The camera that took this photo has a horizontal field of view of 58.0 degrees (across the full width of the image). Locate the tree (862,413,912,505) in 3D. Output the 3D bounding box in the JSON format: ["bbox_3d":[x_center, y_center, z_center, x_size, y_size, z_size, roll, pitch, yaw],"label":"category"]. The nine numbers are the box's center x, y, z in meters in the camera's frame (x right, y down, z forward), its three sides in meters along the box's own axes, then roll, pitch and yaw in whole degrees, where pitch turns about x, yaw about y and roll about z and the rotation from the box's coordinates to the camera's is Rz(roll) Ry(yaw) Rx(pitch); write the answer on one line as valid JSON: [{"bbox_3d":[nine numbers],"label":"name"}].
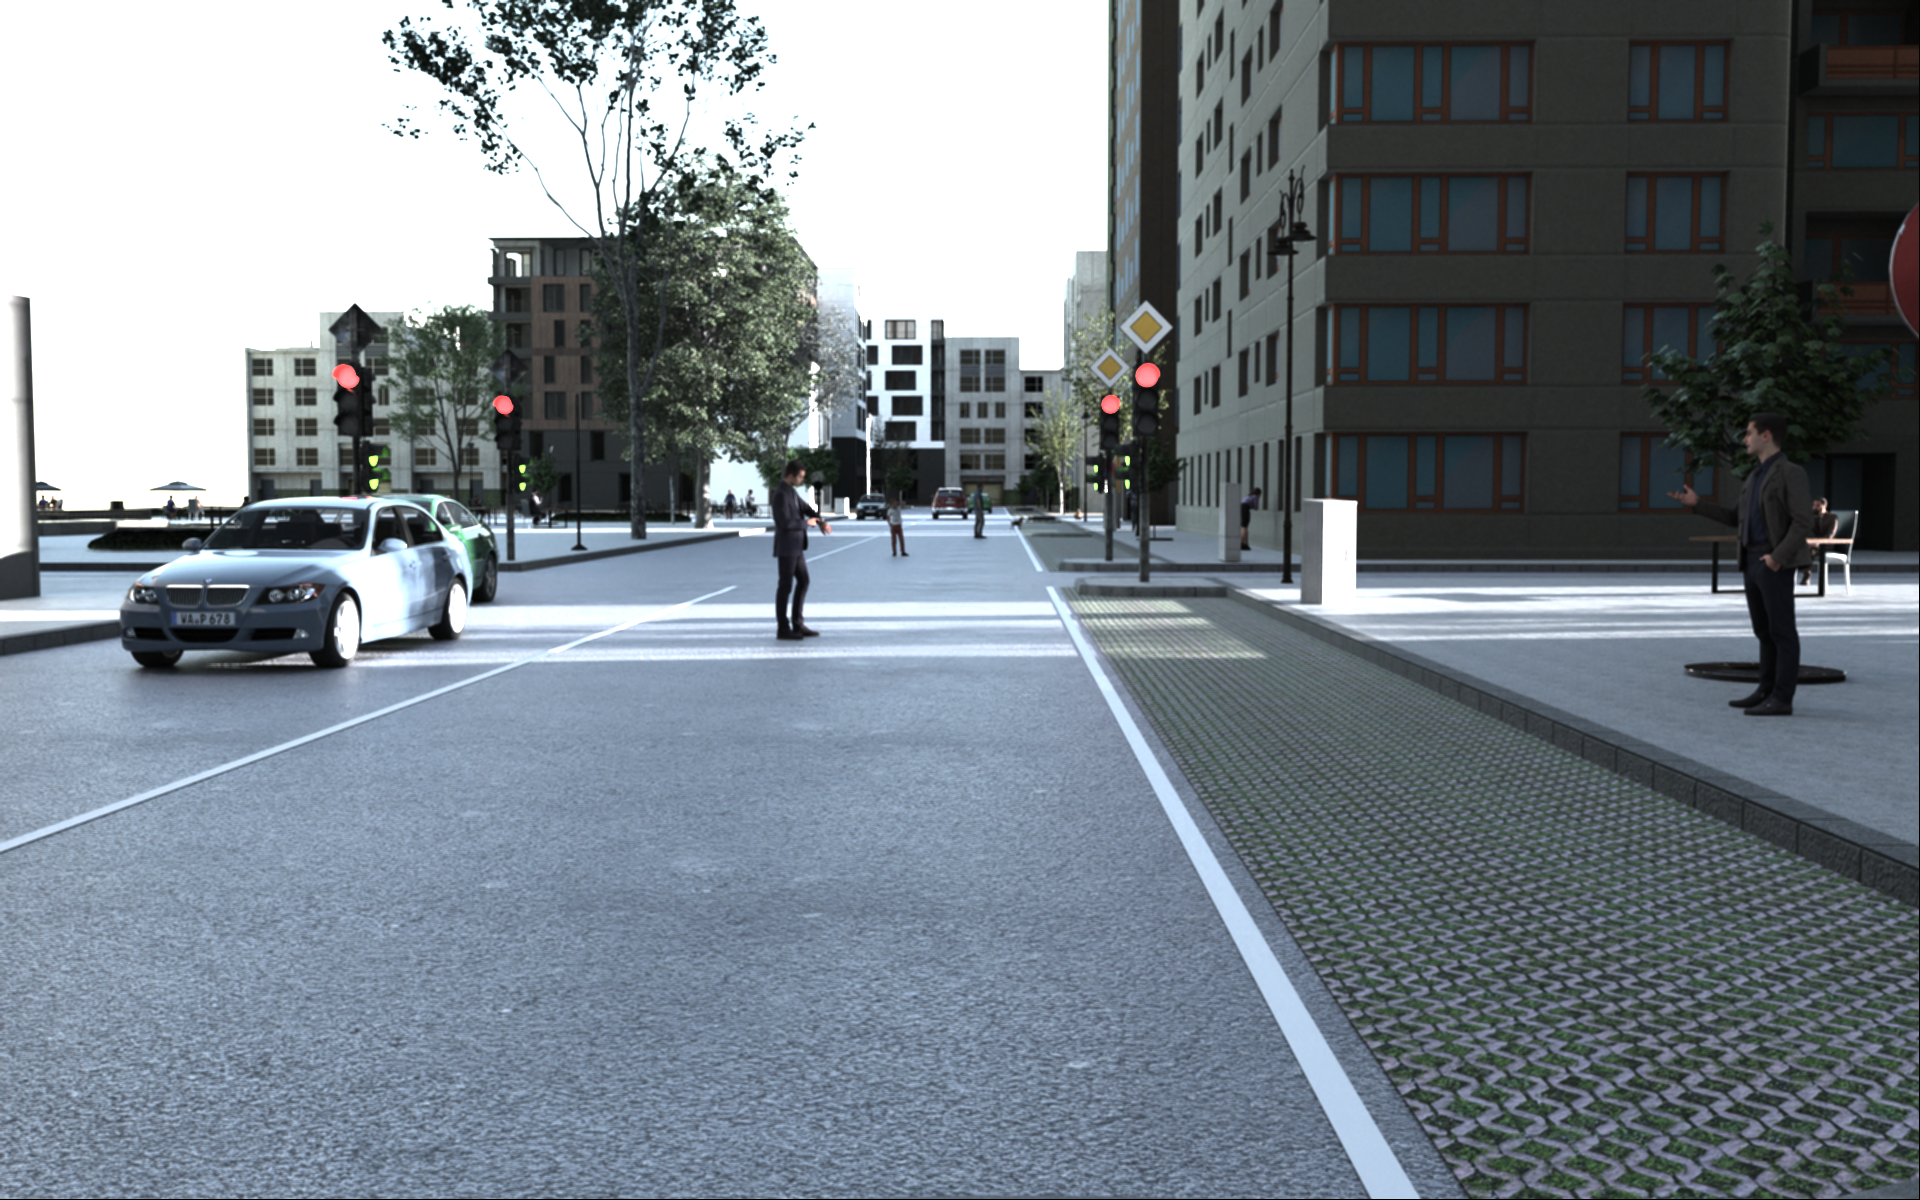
[{"bbox_3d":[-6.812,-12.521,155.074,4.360,8.622,3.978,0,3,0],"label":"tree"}]

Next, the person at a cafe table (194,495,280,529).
[{"bbox_3d":[-19.735,-2.239,47.467,1.698,1.238,1.726,-3,5,-41],"label":"person at a cafe table"}]

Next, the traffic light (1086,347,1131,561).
[{"bbox_3d":[2.842,-2.707,33.181,0.839,4.253,0.868,0,4,1],"label":"traffic light"}]

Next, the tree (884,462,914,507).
[{"bbox_3d":[-6.141,-11.799,176.624,4.285,4.588,4.351,0,3,0],"label":"tree"}]

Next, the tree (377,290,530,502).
[{"bbox_3d":[-25.770,-9.950,88.430,9.928,11.665,9.643,0,3,0],"label":"tree"}]

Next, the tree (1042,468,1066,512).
[{"bbox_3d":[6.861,-8.068,126.520,1.663,3.219,1.824,0,3,0],"label":"tree"}]

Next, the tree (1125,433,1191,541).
[{"bbox_3d":[5.305,-3.275,48.143,1.663,3.219,1.824,0,3,0],"label":"tree"}]

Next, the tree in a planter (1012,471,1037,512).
[{"bbox_3d":[5.046,-8.478,135.830,1.991,3.239,1.994,0,4,1],"label":"tree in a planter"}]

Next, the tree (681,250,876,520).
[{"bbox_3d":[-8.815,-10.705,85.396,12.009,13.543,11.850,0,3,0],"label":"tree"}]

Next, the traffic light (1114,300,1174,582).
[{"bbox_3d":[2.674,-2.219,25.198,0.839,4.253,0.868,0,4,1],"label":"traffic light"}]

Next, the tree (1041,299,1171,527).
[{"bbox_3d":[5.811,-7.099,66.430,4.737,8.622,4.395,0,3,0],"label":"tree"}]

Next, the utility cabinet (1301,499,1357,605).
[{"bbox_3d":[4.379,-0.573,20.536,0.306,1.237,1.020,2,4,34],"label":"utility cabinet"}]

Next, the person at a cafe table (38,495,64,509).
[{"bbox_3d":[-42.967,-4.303,81.214,1.698,1.238,1.726,2,4,33],"label":"person at a cafe table"}]

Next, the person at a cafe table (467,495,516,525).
[{"bbox_3d":[-19.583,-3.712,71.548,1.726,1.238,1.698,2,4,32],"label":"person at a cafe table"}]

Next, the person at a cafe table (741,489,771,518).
[{"bbox_3d":[-10.749,-5.073,91.462,1.622,1.524,1.698,0,4,-2],"label":"person at a cafe table"}]

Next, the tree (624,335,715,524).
[{"bbox_3d":[-12.289,-7.555,73.880,4.737,8.622,4.395,0,3,0],"label":"tree"}]

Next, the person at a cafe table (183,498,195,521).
[{"bbox_3d":[-36.326,-4.409,82.955,1.698,1.238,1.726,0,4,7],"label":"person at a cafe table"}]

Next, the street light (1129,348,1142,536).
[{"bbox_3d":[5.408,-4.872,52.452,0.468,5.910,1.993,0,4,1],"label":"street light"}]

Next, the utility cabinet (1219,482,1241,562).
[{"bbox_3d":[5.148,-1.486,32.968,0.318,1.500,1.173,0,4,3],"label":"utility cabinet"}]

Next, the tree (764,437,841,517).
[{"bbox_3d":[-8.301,-7.063,99.196,4.285,4.588,4.351,0,3,0],"label":"tree"}]

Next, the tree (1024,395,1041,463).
[{"bbox_3d":[6.458,-9.952,113.073,4.737,8.622,4.395,0,3,0],"label":"tree"}]

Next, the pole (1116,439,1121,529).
[{"bbox_3d":[5.854,-4.291,64.005,0.158,3.312,0.155,0,3,0],"label":"pole"}]

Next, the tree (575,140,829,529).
[{"bbox_3d":[-9.522,-9.643,64.313,9.857,13.997,8.962,0,3,0],"label":"tree"}]

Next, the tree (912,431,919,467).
[{"bbox_3d":[-6.344,-14.358,185.123,4.360,8.622,3.978,0,3,0],"label":"tree"}]

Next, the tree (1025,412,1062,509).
[{"bbox_3d":[7.760,-12.390,152.944,4.360,8.622,3.978,0,3,0],"label":"tree"}]

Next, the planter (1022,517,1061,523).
[{"bbox_3d":[3.982,-3.925,85.313,1.991,0.319,1.994,0,4,1],"label":"planter"}]

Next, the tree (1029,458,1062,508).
[{"bbox_3d":[7.902,-10.780,159.971,4.285,4.588,4.351,0,3,0],"label":"tree"}]

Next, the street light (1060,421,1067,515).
[{"bbox_3d":[6.462,-8.265,107.917,0.468,5.910,1.993,0,4,1],"label":"street light"}]

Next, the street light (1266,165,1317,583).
[{"bbox_3d":[4.715,-3.181,24.791,0.468,5.910,1.993,0,4,1],"label":"street light"}]

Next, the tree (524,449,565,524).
[{"bbox_3d":[-17.847,-4.851,73.914,1.663,3.219,1.824,0,3,0],"label":"tree"}]

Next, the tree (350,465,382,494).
[{"bbox_3d":[-32.464,-6.171,95.491,1.663,3.219,1.824,0,3,0],"label":"tree"}]

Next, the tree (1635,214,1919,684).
[{"bbox_3d":[5.556,-1.075,12.184,1.663,3.219,1.824,0,3,0],"label":"tree"}]

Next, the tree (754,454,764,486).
[{"bbox_3d":[-10.879,-7.481,106.036,4.285,4.588,4.351,0,3,0],"label":"tree"}]

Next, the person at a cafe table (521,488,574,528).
[{"bbox_3d":[-15.714,-3.469,65.235,1.698,1.524,1.622,3,5,43],"label":"person at a cafe table"}]

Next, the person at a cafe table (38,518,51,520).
[{"bbox_3d":[-22.438,-1.981,40.901,1.698,1.524,1.622,0,4,-5],"label":"person at a cafe table"}]

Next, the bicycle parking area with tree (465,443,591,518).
[{"bbox_3d":[-25.773,-6.869,99.308,8.231,4.147,9.016,-2,4,-34],"label":"bicycle parking area with tree"}]

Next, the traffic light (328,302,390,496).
[{"bbox_3d":[-8.845,-2.233,25.425,0.839,4.253,0.868,0,4,1],"label":"traffic light"}]

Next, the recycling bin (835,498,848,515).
[{"bbox_3d":[-7.410,-5.864,108.423,0.722,1.027,0.722,1,4,10],"label":"recycling bin"}]

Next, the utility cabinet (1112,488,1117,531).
[{"bbox_3d":[5.288,-3.157,60.304,0.318,1.500,1.173,0,4,7],"label":"utility cabinet"}]

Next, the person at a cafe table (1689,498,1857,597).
[{"bbox_3d":[10.608,-0.688,22.102,1.726,1.238,1.698,-1,4,-18],"label":"person at a cafe table"}]

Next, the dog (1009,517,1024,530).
[{"bbox_3d":[2.272,-3.083,69.691,0.540,0.507,0.406,-1,4,-9],"label":"dog"}]

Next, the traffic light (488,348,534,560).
[{"bbox_3d":[-8.677,-2.721,33.408,0.839,4.253,0.868,0,4,1],"label":"traffic light"}]

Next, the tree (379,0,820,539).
[{"bbox_3d":[-10.001,-11.716,47.447,12.611,20.169,13.585,0,3,0],"label":"tree"}]

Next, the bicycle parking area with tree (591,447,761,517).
[{"bbox_3d":[-15.604,-6.839,98.821,9.016,4.147,8.231,0,4,-1],"label":"bicycle parking area with tree"}]

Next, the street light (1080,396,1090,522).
[{"bbox_3d":[5.837,-6.584,80.436,0.468,5.910,1.993,0,4,1],"label":"street light"}]
